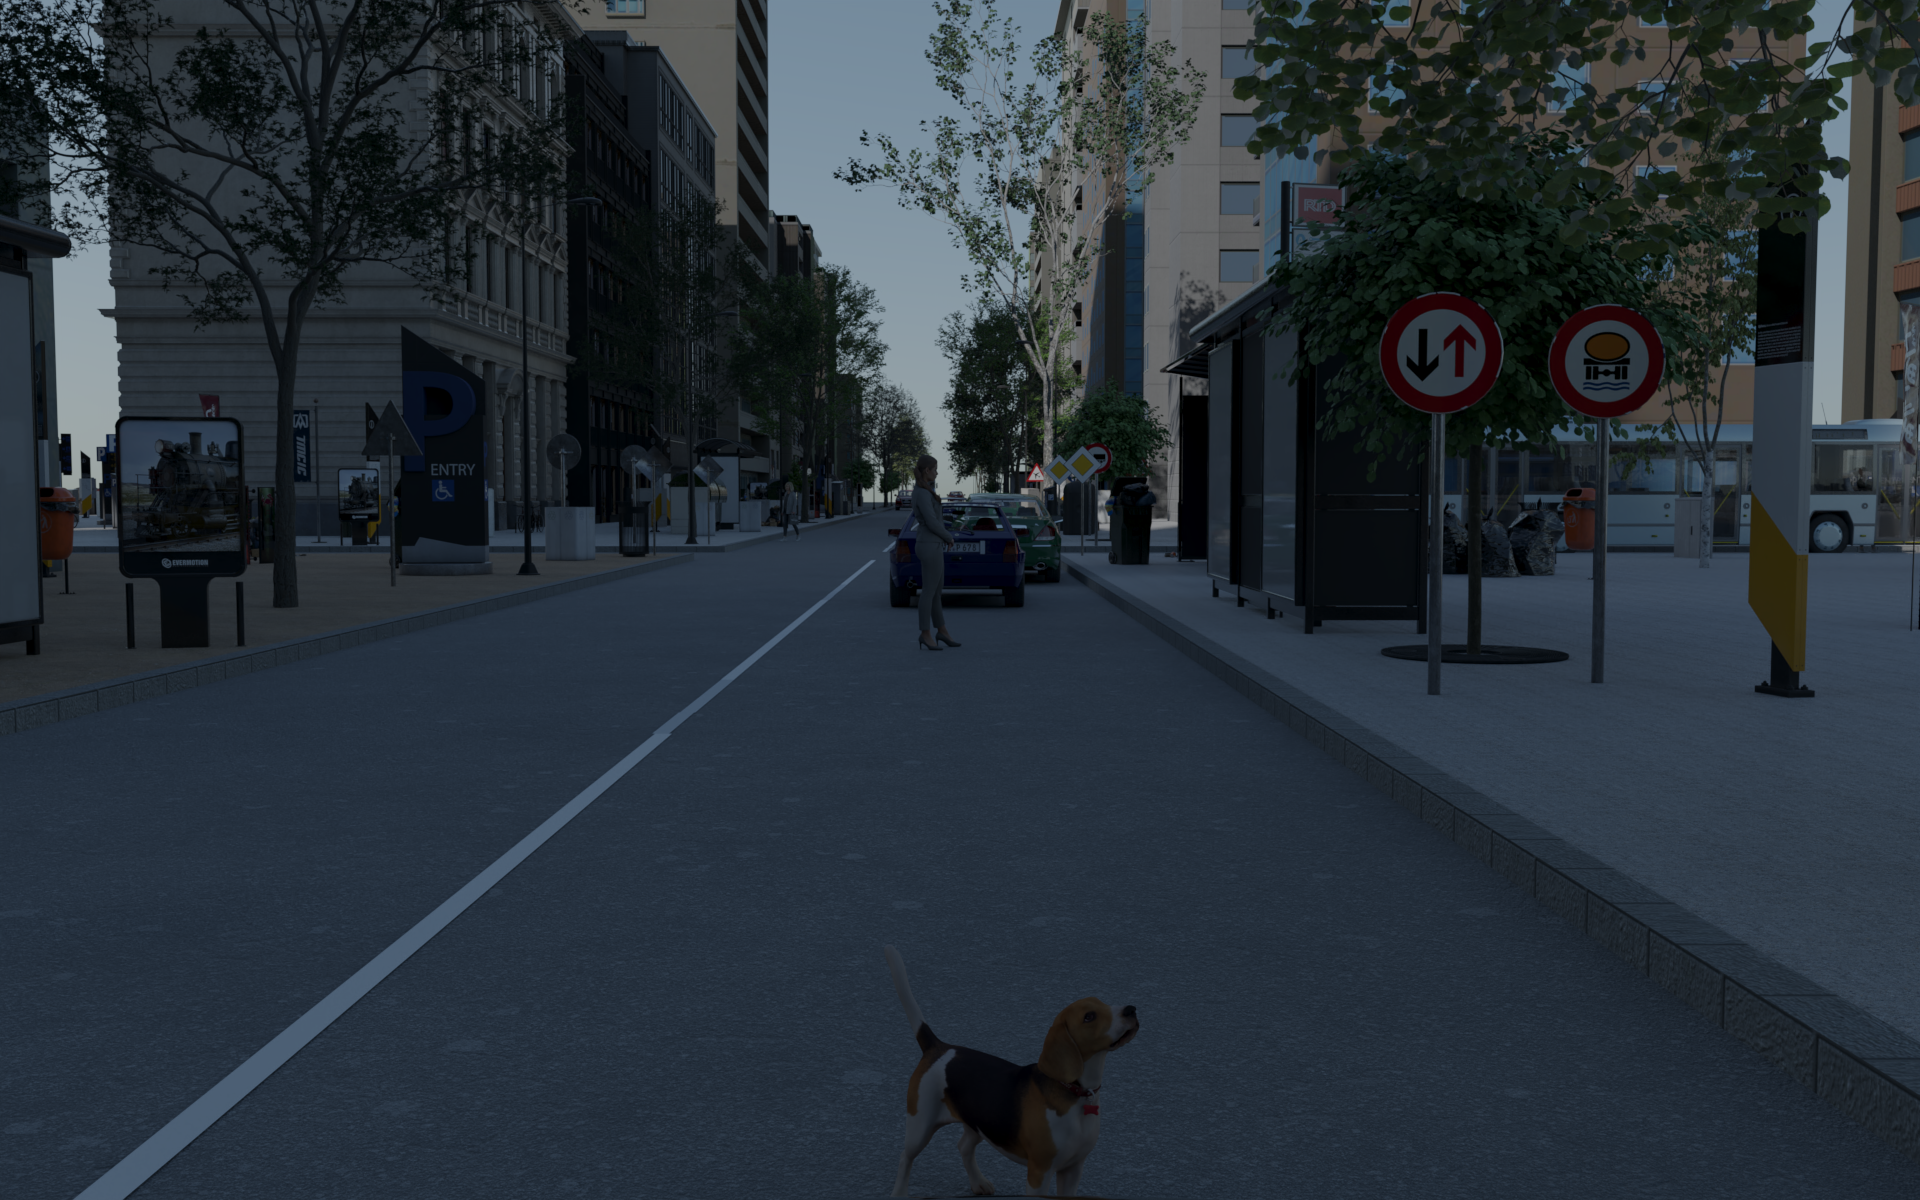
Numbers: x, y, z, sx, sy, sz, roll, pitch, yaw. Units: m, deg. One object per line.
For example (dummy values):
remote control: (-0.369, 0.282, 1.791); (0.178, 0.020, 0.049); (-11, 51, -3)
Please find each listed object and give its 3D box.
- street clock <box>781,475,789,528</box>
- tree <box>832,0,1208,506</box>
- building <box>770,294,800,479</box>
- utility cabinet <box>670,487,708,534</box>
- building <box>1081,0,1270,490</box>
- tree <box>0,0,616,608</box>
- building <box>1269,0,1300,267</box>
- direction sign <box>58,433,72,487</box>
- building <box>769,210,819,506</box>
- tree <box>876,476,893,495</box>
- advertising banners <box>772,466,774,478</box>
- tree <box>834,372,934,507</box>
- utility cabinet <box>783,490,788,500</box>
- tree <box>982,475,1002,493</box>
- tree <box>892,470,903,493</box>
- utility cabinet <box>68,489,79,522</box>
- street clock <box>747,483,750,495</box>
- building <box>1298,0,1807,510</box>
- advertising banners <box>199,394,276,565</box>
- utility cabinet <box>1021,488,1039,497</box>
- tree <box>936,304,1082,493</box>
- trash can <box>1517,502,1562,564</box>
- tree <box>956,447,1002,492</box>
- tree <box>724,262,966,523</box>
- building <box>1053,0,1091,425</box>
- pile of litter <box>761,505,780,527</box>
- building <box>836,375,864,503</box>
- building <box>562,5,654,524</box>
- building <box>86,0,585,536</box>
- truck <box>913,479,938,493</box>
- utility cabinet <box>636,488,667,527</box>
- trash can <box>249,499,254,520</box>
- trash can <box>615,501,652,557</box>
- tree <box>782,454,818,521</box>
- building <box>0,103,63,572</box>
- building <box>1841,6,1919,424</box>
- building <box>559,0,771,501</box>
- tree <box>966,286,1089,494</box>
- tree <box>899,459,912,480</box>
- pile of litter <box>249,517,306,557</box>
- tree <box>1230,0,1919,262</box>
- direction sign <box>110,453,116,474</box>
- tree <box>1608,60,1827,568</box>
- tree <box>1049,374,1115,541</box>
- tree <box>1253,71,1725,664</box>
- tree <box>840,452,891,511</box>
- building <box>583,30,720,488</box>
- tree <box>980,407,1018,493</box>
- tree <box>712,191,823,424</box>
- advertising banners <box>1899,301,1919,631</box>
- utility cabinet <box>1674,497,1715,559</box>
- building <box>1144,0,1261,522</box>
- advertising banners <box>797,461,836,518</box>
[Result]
street clock: (-6.532, -3.686, 64.836); (0.358, 2.002, 0.471); (0, 4, -7)
tree: (2.042, -12.781, 64.866); (12.611, 20.169, 13.585); (0, 3, 0)
building: (-29.565, -19.049, 156.483); (27.650, 21.520, 28.899); (0, 4, 0)
utility cabinet: (-8.632, -2.846, 55.216); (1.173, 1.500, 0.318); (-1, 4, -12)
building: (18.072, -30.644, 151.132); (14.600, 45.320, 14.200); (0, 4, 0)
tree: (-7.671, -5.172, 18.981); (8.767, 10.594, 7.601); (0, 4, -1)
building: (17.789, -29.777, 136.958); (14.600, 45.320, 14.200); (0, 4, 0)
direction sign: (-33.583, -4.439, 64.578); (0.876, 3.537, 0.379); (-2, 4, -34)
building: (-22.466, -24.846, 177.931); (14.160, 30.474, 14.107); (0, 4, 0)
tree: (-7.398, -10.490, 166.119); (1.663, 3.219, 1.824); (0, 3, 0)
advertising banners: (-11.614, -6.722, 106.091); (0.090, 3.025, 2.074); (0, 4, 7)
tree: (-7.667, -16.178, 174.885); (12.009, 13.543, 11.850); (0, 3, 0)
utility cabinet: (-7.925, -4.306, 79.079); (0.318, 1.500, 1.173); (-1, 4, -21)
tree: (3.739, -12.967, 206.603); (1.663, 3.219, 1.824); (0, 3, 0)
tree: (-8.651, -14.184, 215.616); (4.285, 4.588, 4.351); (0, 3, 0)
utility cabinet: (-40.111, -4.228, 77.809); (1.173, 1.500, 0.318); (2, 4, 27)
street clock: (-13.368, -6.502, 110.879); (0.471, 2.002, 0.358); (-3, 5, -40)
building: (18.168, -24.955, 58.129); (14.200, 45.320, 14.600); (0, 4, 0)
advertising banners: (-12.980, -2.143, 31.225); (0.090, 3.025, 2.074); (1, 4, 15)
utility cabinet: (2.717, -3.554, 66.782); (0.318, 1.500, 1.173); (2, 4, 23)
tree: (2.832, -11.480, 104.708); (9.611, 12.733, 9.660); (0, 3, 0)
trash can: (10.139, -1.143, 30.342); (0.748, 1.137, 0.748); (0, 3, 0)
tree: (3.047, -17.429, 219.369); (7.601, 10.594, 8.767); (3, 4, 39)
tree: (-6.742, -9.231, 76.687); (9.928, 11.665, 9.643); (0, 3, 0)
building: (24.288, -35.693, 172.823); (28.713, 52.752, 27.495); (0, 4, 0)
pile of litter: (-7.554, -3.362, 68.937); (1.176, 0.858, 1.719); (-2, 4, -23)
building: (-29.282, -25.575, 263.185); (27.650, 21.520, 28.899); (0, 4, 0)
building: (-21.675, -15.296, 79.765); (12.332, 23.373, 15.834); (0, 4, 0)
building: (-20.838, -14.217, 61.325); (11.050, 23.489, 19.941); (0, 4, 0)
truck: (-4.147, -13.783, 215.116); (2.967, 4.110, 18.799); (0, 3, 0)
utility cabinet: (-11.921, -3.563, 66.939); (1.173, 1.500, 0.318); (-3, 4, -38)
trash can: (-19.294, -2.126, 46.407); (0.748, 1.137, 0.748); (0, 3, 0)
trash can: (-6.657, -1.449, 35.347); (0.748, 1.137, 0.748); (0, 3, 0)
tree: (-7.904, -5.414, 83.118); (1.663, 3.219, 1.824); (0, 3, 0)
building: (-30.398, -42.955, 14.993); (31.000, 86.520, 22.319); (0, 4, 0)
building: (47.689, -24.929, 62.216); (28.867, 44.769, 22.147); (0, 4, 0)
building: (-26.014, -30.920, 129.241); (21.300, 48.544, 21.600); (0, 4, 0)
tree: (2.765, -9.920, 87.944); (9.928, 11.665, 9.643); (0, 3, 0)
tree: (-8.389, -21.073, 278.961); (7.601, 10.594, 8.767); (-2, 4, -35)
pile of litter: (-14.276, -1.320, 35.542); (1.719, 0.858, 1.176); (-1, 4, -23)
tree: (4.008, -5.313, 4.992); (7.486, 12.596, 7.792); (0, 3, 0)
direction sign: (-33.411, -4.714, 69.067); (0.876, 3.537, 0.379); (0, 4, -6)
tree: (12.876, -4.873, 30.034); (4.737, 8.622, 4.395); (0, 3, 0)
tree: (4.227, -3.906, 47.570); (4.285, 4.588, 4.351); (0, 3, 0)
tree: (4.042, -1.833, 13.681); (4.285, 4.588, 4.351); (0, 3, 0)
tree: (-7.682, -9.240, 134.782); (4.285, 4.588, 4.351); (0, 3, 0)
building: (-22.470, -18.716, 99.514); (14.314, 27.812, 24.014); (0, 4, 0)
tree: (2.982, -11.300, 135.114); (4.360, 8.622, 3.978); (0, 3, 0)
tree: (-7.755, -7.128, 50.960); (8.767, 10.594, 7.601); (1, 4, 15)
advertising banners: (9.281, -1.239, 16.453); (2.074, 3.025, 0.090); (-3, 5, -41)
utility cabinet: (14.769, -1.451, 34.887); (0.306, 1.237, 1.020); (0, 4, -6)
building: (20.322, -33.553, 90.590); (21.231, 58.520, 28.212); (0, 4, 0)
advertising banners: (-7.673, -5.875, 92.249); (2.074, 3.025, 0.090); (0, 4, -6)
